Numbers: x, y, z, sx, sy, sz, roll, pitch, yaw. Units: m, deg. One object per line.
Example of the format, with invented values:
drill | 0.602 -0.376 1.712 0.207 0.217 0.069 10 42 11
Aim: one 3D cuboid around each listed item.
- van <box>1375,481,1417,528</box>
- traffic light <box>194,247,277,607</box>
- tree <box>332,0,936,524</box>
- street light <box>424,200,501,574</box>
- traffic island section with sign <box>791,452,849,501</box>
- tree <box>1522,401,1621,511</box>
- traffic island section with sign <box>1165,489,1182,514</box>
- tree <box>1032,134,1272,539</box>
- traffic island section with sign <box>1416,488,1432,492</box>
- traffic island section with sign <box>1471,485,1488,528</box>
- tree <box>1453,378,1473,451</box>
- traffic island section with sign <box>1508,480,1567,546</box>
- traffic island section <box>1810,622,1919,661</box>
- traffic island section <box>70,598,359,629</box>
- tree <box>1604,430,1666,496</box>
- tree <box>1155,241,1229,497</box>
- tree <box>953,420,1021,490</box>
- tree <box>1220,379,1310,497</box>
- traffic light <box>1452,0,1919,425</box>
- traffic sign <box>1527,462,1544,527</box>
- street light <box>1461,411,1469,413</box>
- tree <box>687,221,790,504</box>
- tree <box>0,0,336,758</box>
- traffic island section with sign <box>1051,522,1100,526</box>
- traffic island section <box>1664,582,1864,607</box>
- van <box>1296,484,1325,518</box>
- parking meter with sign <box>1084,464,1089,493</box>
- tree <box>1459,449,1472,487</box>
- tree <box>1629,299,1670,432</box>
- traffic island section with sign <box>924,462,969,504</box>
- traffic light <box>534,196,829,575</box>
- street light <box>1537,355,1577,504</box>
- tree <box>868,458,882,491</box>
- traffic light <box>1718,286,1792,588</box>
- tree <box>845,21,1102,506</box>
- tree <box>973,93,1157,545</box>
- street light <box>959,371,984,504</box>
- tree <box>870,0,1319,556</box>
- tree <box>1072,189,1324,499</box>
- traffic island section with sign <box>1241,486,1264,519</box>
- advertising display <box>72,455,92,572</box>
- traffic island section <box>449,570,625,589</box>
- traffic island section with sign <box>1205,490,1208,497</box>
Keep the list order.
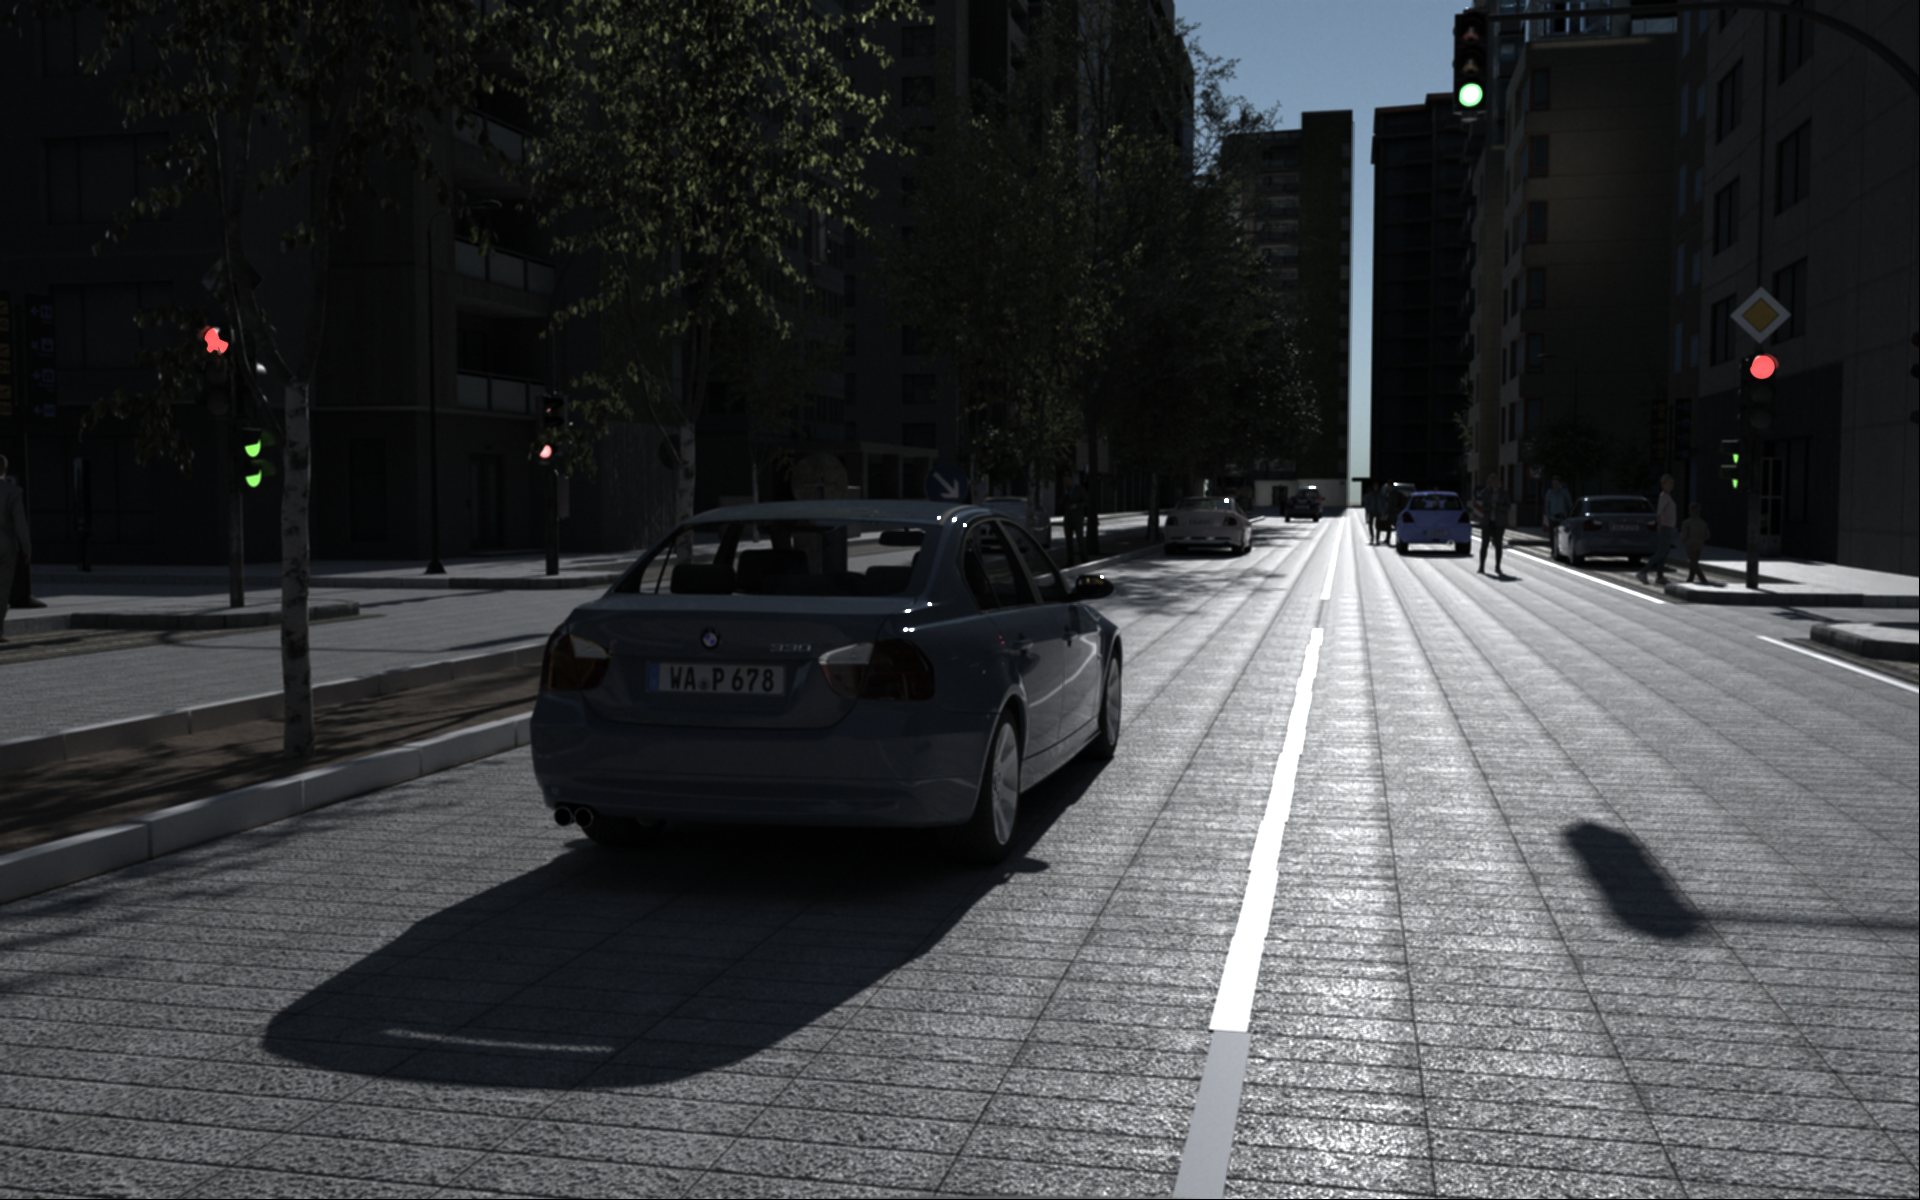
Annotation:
van | 18.019 -3.938 71.406 2.013 2.044 4.112 1 4 11
traffic light | -8.198 -1.874 19.557 0.839 4.253 0.868 1 4 13
tree | -2.319 -3.794 14.845 4.360 8.622 3.978 0 3 0
street light | -7.936 -3.370 27.648 1.470 5.913 1.316 1 4 13
traffic island section with sign | -1.683 -0.633 18.478 2.006 1.907 1.989 1 4 13
tree | 21.457 -4.737 61.163 4.285 4.588 4.351 0 3 0
traffic island section with sign | 16.103 -7.225 126.758 1.989 1.847 2.006 1 4 13
tree | 6.061 -8.193 54.545 7.486 12.596 7.792 0 3 0
traffic island section with sign | 33.096 -6.990 122.920 1.989 1.847 2.006 1 4 13
traffic island section with sign | 22.236 -4.028 74.483 1.989 1.847 2.006 1 4 13
tree | 30.712 -9.186 100.557 4.360 8.622 3.978 0 3 0
traffic island section with sign | 16.335 -2.419 48.179 1.989 1.847 2.006 1 4 13
traffic island section | 9.078 0.395 15.830 2.009 0.180 2.903 1 4 13
traffic island section | -8.234 0.158 19.700 2.009 0.180 2.903 1 4 13
tree | 20.253 -3.525 52.233 1.663 3.219 1.824 0 3 0
tree | 5.447 -5.861 48.642 4.360 8.622 3.978 0 3 0
tree | 1.216 -5.658 76.230 4.285 4.588 4.351 0 3 0
tree | 13.215 -9.115 85.900 8.767 10.594 7.601 1 4 13
traffic light | 6.980 -2.530 16.041 4.771 5.953 1.251 1 4 13
traffic sign | 22.231 -4.076 66.749 0.768 2.556 0.104 1 4 21
street light | 28.621 -7.584 96.540 1.470 5.913 1.316 1 4 13
tree | -5.214 -5.818 45.488 4.737 8.622 4.395 0 3 0
tree | -3.555 -3.460 9.391 4.360 8.622 3.978 0 3 0
traffic island section with sign | 5.275 -4.270 78.448 1.989 1.847 2.006 1 4 13
traffic island section | 10.824 -0.082 23.622 2.009 0.180 2.903 1 4 13
van | 21.086 -5.983 104.837 2.013 2.044 4.112 1 4 11
parking meter with sign | 7.521 -6.307 99.375 0.543 3.016 1.738 0 4 -4
tree | 32.705 -7.571 107.496 4.285 4.588 4.351 0 3 0
tree | 26.912 -6.916 63.441 4.360 8.622 3.978 0 3 0
traffic island section with sign | -0.054 -1.075 25.705 2.006 1.907 1.989 1 4 13
traffic light | -4.391 -3.196 26.927 4.771 5.953 1.251 1 4 13
street light | 19.931 -5.212 57.756 1.470 5.913 1.316 1 4 13
tree | -4.253 -5.061 77.350 1.663 3.219 1.824 0 3 0
traffic light | 10.787 -2.116 23.517 0.839 4.253 0.868 1 4 13
tree | 0.244 -4.526 26.821 4.737 8.622 4.395 0 3 0
tree | 1.337 -4.845 32.042 4.360 8.622 3.978 0 3 0
street light | 0.524 -5.673 65.287 1.470 5.913 1.316 1 4 13
tree | 3.093 -7.777 39.974 12.009 13.543 11.850 0 3 0
tree | 8.296 -8.772 62.887 9.611 12.733 9.660 0 3 0
traffic island section with sign | 16.370 -5.559 99.033 2.006 1.907 1.989 1 4 13
advertising display | -14.554 -1.438 28.731 0.123 1.923 0.974 -3 4 -36
traffic island section | -6.488 -0.319 27.493 2.009 0.180 2.903 1 4 13
traffic island section with sign | 22.010 -8.838 153.124 1.989 1.847 2.006 1 4 13
